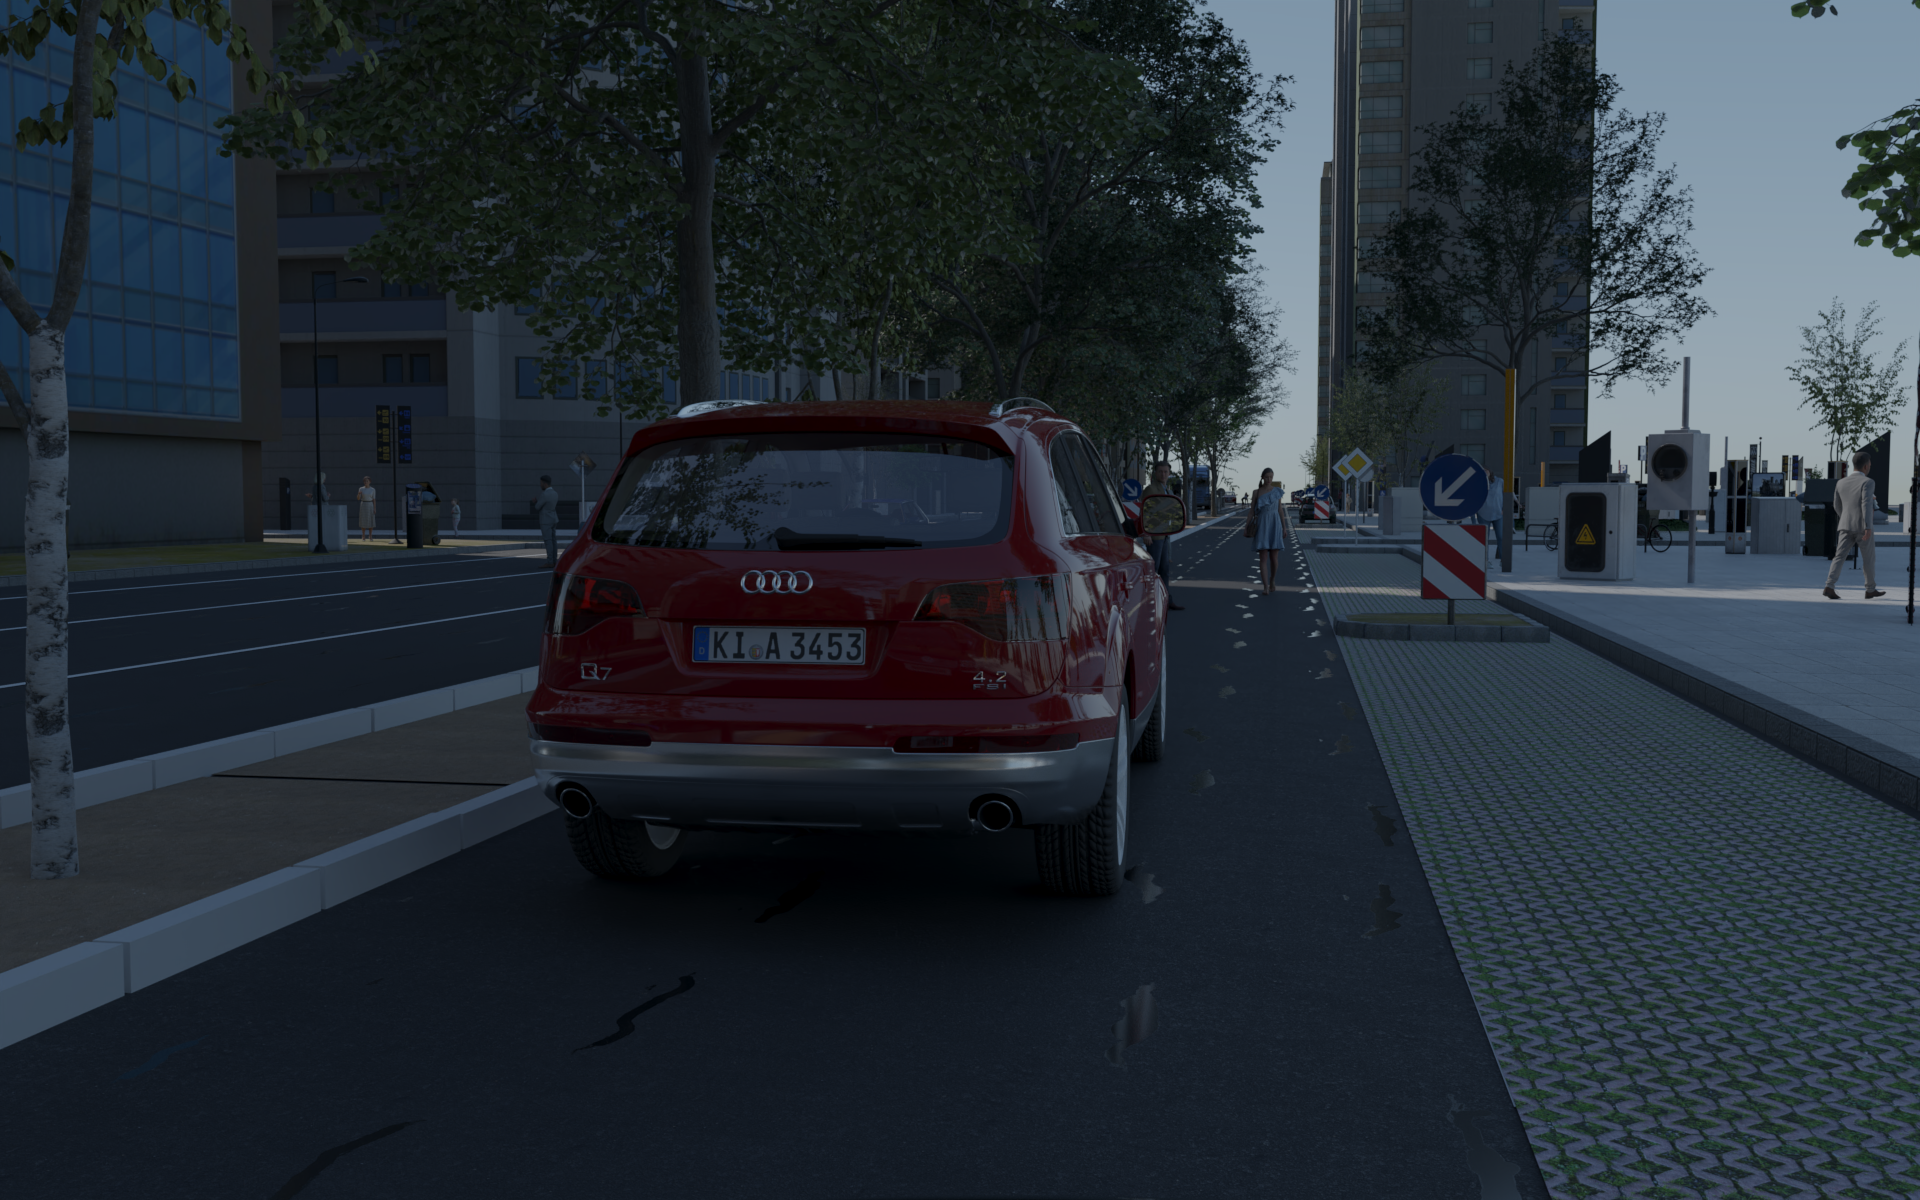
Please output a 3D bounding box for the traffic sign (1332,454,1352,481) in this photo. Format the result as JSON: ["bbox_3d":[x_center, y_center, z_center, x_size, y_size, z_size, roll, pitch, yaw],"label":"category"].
[{"bbox_3d":[11.284,-2.963,50.639,0.795,2.593,0.064,1,4,10],"label":"traffic sign"}]

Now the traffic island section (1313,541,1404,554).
[{"bbox_3d":[9.850,-1.259,42.866,2.009,0.180,2.903,1,4,10],"label":"traffic island section"}]

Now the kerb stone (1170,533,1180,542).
[{"bbox_3d":[6.750,-1.973,54.447,0.120,0.150,1.000,1,4,10],"label":"kerb stone"}]

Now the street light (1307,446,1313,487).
[{"bbox_3d":[34.252,-11.836,166.066,1.470,5.913,1.316,1,4,10],"label":"street light"}]

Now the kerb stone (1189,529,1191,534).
[{"bbox_3d":[7.880,-2.341,60.486,0.120,0.150,1.000,1,4,10],"label":"kerb stone"}]

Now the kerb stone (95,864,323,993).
[{"bbox_3d":[-2.347,1.025,5.469,0.120,0.150,1.000,1,4,10],"label":"kerb stone"}]

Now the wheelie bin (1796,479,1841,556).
[{"bbox_3d":[17.849,-1.712,35.902,0.980,1.594,0.693,2,4,35],"label":"wheelie bin"}]

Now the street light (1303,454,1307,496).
[{"bbox_3d":[43.655,-14.934,216.705,1.470,5.913,1.316,1,4,10],"label":"street light"}]

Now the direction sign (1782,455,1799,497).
[{"bbox_3d":[48.058,-6.626,100.333,0.876,3.537,0.379,1,4,21],"label":"direction sign"}]

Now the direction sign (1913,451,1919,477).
[{"bbox_3d":[50.551,-6.076,91.336,0.876,3.537,0.379,-2,4,-28],"label":"direction sign"}]

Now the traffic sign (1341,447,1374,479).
[{"bbox_3d":[9.825,-2.483,42.788,0.795,2.593,0.064,1,4,10],"label":"traffic sign"}]

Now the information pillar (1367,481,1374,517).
[{"bbox_3d":[23.289,-5.733,98.225,0.304,2.012,0.304,2,4,27],"label":"information pillar"}]

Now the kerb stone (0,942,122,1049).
[{"bbox_3d":[-2.537,1.085,4.464,0.120,0.150,1.000,1,4,10],"label":"kerb stone"}]

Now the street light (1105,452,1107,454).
[{"bbox_3d":[15.720,-13.514,193.501,1.470,5.913,1.316,1,4,10],"label":"street light"}]

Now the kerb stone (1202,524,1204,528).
[{"bbox_3d":[9.742,-2.950,70.552,0.120,0.150,1.000,1,4,10],"label":"kerb stone"}]

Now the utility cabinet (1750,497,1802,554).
[{"bbox_3d":[17.525,-1.592,37.189,1.020,1.237,0.306,-1,4,-10],"label":"utility cabinet"}]

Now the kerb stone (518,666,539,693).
[{"bbox_3d":[-3.097,0.569,12.895,0.120,0.150,1.000,1,4,10],"label":"kerb stone"}]

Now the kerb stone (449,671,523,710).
[{"bbox_3d":[-3.288,0.632,11.889,0.120,0.150,1.000,1,4,10],"label":"kerb stone"}]

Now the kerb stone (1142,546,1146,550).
[{"bbox_3d":[4.581,-1.257,42.778,0.120,0.150,1.000,1,4,10],"label":"kerb stone"}]

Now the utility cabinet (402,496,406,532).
[{"bbox_3d":[-18.403,-2.864,57.994,0.306,1.237,1.020,-2,4,-33],"label":"utility cabinet"}]

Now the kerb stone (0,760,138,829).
[{"bbox_3d":[-4.036,0.877,7.852,0.120,0.150,1.000,1,4,10],"label":"kerb stone"}]

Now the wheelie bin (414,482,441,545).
[{"bbox_3d":[-13.518,-2.186,43.648,0.980,1.594,0.693,3,4,38],"label":"wheelie bin"}]

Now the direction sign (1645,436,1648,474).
[{"bbox_3d":[27.203,-4.646,67.951,0.876,3.537,0.379,-2,4,-23],"label":"direction sign"}]

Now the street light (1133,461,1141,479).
[{"bbox_3d":[24.904,-16.561,243.317,1.470,5.913,1.316,1,4,10],"label":"street light"}]

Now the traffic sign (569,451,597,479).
[{"bbox_3d":[-10.125,-2.710,46.500,0.795,2.593,0.064,1,4,10],"label":"traffic sign"}]

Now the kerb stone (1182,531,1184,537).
[{"bbox_3d":[7.127,-2.096,56.463,0.120,0.150,1.000,1,4,10],"label":"kerb stone"}]

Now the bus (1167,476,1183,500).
[{"bbox_3d":[21.561,-11.066,175.792,2.948,3.499,13.247,1,4,11],"label":"bus"}]

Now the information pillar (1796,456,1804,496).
[{"bbox_3d":[51.765,-7.060,106.787,0.504,3.616,0.183,-2,4,-24],"label":"information pillar"}]

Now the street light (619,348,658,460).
[{"bbox_3d":[-10.147,-5.010,54.453,1.470,5.913,1.316,1,4,10],"label":"street light"}]

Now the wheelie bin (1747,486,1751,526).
[{"bbox_3d":[31.304,-3.740,69.053,0.980,1.594,0.693,1,4,12],"label":"wheelie bin"}]

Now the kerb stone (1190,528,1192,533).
[{"bbox_3d":[8.059,-2.404,61.493,0.120,0.150,1.000,1,4,10],"label":"kerb stone"}]

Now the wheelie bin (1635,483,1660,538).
[{"bbox_3d":[19.966,-2.600,50.413,0.693,1.594,0.980,-2,4,-35],"label":"wheelie bin"}]

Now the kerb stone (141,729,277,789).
[{"bbox_3d":[-3.849,0.816,8.857,0.120,0.150,1.000,1,4,10],"label":"kerb stone"}]

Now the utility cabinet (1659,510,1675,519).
[{"bbox_3d":[25.632,-3.184,63.215,1.020,1.237,0.306,-1,4,-23],"label":"utility cabinet"}]

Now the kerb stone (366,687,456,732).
[{"bbox_3d":[-3.472,0.693,10.869,0.120,0.150,1.000,1,4,10],"label":"kerb stone"}]

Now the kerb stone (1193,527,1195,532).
[{"bbox_3d":[8.437,-2.527,63.507,0.120,0.150,1.000,1,4,10],"label":"kerb stone"}]

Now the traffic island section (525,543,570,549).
[{"bbox_3d":[-10.150,-1.486,46.572,2.009,0.180,2.903,1,4,10],"label":"traffic island section"}]

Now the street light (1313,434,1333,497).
[{"bbox_3d":[28.288,-9.890,134.237,1.470,5.913,1.316,1,4,10],"label":"street light"}]

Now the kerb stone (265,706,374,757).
[{"bbox_3d":[-3.668,0.754,9.864,0.120,0.150,1.000,1,4,10],"label":"kerb stone"}]

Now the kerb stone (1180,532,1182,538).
[{"bbox_3d":[6.944,-2.034,55.450,0.120,0.150,1.000,1,4,10],"label":"kerb stone"}]

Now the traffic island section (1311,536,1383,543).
[{"bbox_3d":[11.308,-1.739,50.718,2.009,0.180,2.903,1,4,10],"label":"traffic island section"}]

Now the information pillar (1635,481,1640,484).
[{"bbox_3d":[36.858,-5.485,94.172,0.304,2.012,0.304,3,5,39],"label":"information pillar"}]

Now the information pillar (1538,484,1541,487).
[{"bbox_3d":[40.545,-7.118,120.874,0.304,2.012,0.304,-2,4,-33],"label":"information pillar"}]

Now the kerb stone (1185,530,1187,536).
[{"bbox_3d":[7.493,-2.218,58.474,0.120,0.150,1.000,1,4,10],"label":"kerb stone"}]

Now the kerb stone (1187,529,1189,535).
[{"bbox_3d":[7.685,-2.280,59.481,0.120,0.150,1.000,1,4,10],"label":"kerb stone"}]

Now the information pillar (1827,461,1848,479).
[{"bbox_3d":[19.444,-2.075,38.419,0.304,2.012,0.304,0,4,-5],"label":"information pillar"}]

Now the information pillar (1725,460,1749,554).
[{"bbox_3d":[16.581,-1.987,36.978,0.304,2.012,0.304,-1,4,-12],"label":"information pillar"}]

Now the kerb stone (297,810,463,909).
[{"bbox_3d":[-2.156,0.962,6.473,0.120,0.150,1.000,1,4,10],"label":"kerb stone"}]

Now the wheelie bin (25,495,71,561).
[{"bbox_3d":[-17.338,-1.531,32.940,0.693,1.594,0.980,-1,4,-17],"label":"wheelie bin"}]

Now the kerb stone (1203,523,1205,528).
[{"bbox_3d":[9.928,-3.019,71.564,0.120,0.150,1.000,1,4,10],"label":"kerb stone"}]

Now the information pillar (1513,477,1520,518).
[{"bbox_3d":[23.794,-4.259,74.127,0.304,2.012,0.304,1,4,20],"label":"information pillar"}]

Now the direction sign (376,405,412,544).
[{"bbox_3d":[-14.470,-3.201,44.332,0.876,3.537,0.379,-2,4,-31],"label":"direction sign"}]

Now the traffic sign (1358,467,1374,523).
[{"bbox_3d":[17.698,-4.631,75.820,0.768,2.556,0.104,1,4,13],"label":"traffic sign"}]

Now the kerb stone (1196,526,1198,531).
[{"bbox_3d":[8.805,-2.647,65.518,0.120,0.150,1.000,1,4,10],"label":"kerb stone"}]

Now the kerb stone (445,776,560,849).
[{"bbox_3d":[-1.970,0.906,7.484,0.120,0.150,1.000,1,4,10],"label":"kerb stone"}]

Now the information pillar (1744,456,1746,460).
[{"bbox_3d":[48.937,-7.137,108.047,0.183,3.616,0.504,2,4,28],"label":"information pillar"}]

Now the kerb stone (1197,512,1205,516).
[{"bbox_3d":[16.467,-5.874,118.273,0.120,0.150,1.000,1,4,10],"label":"kerb stone"}]
